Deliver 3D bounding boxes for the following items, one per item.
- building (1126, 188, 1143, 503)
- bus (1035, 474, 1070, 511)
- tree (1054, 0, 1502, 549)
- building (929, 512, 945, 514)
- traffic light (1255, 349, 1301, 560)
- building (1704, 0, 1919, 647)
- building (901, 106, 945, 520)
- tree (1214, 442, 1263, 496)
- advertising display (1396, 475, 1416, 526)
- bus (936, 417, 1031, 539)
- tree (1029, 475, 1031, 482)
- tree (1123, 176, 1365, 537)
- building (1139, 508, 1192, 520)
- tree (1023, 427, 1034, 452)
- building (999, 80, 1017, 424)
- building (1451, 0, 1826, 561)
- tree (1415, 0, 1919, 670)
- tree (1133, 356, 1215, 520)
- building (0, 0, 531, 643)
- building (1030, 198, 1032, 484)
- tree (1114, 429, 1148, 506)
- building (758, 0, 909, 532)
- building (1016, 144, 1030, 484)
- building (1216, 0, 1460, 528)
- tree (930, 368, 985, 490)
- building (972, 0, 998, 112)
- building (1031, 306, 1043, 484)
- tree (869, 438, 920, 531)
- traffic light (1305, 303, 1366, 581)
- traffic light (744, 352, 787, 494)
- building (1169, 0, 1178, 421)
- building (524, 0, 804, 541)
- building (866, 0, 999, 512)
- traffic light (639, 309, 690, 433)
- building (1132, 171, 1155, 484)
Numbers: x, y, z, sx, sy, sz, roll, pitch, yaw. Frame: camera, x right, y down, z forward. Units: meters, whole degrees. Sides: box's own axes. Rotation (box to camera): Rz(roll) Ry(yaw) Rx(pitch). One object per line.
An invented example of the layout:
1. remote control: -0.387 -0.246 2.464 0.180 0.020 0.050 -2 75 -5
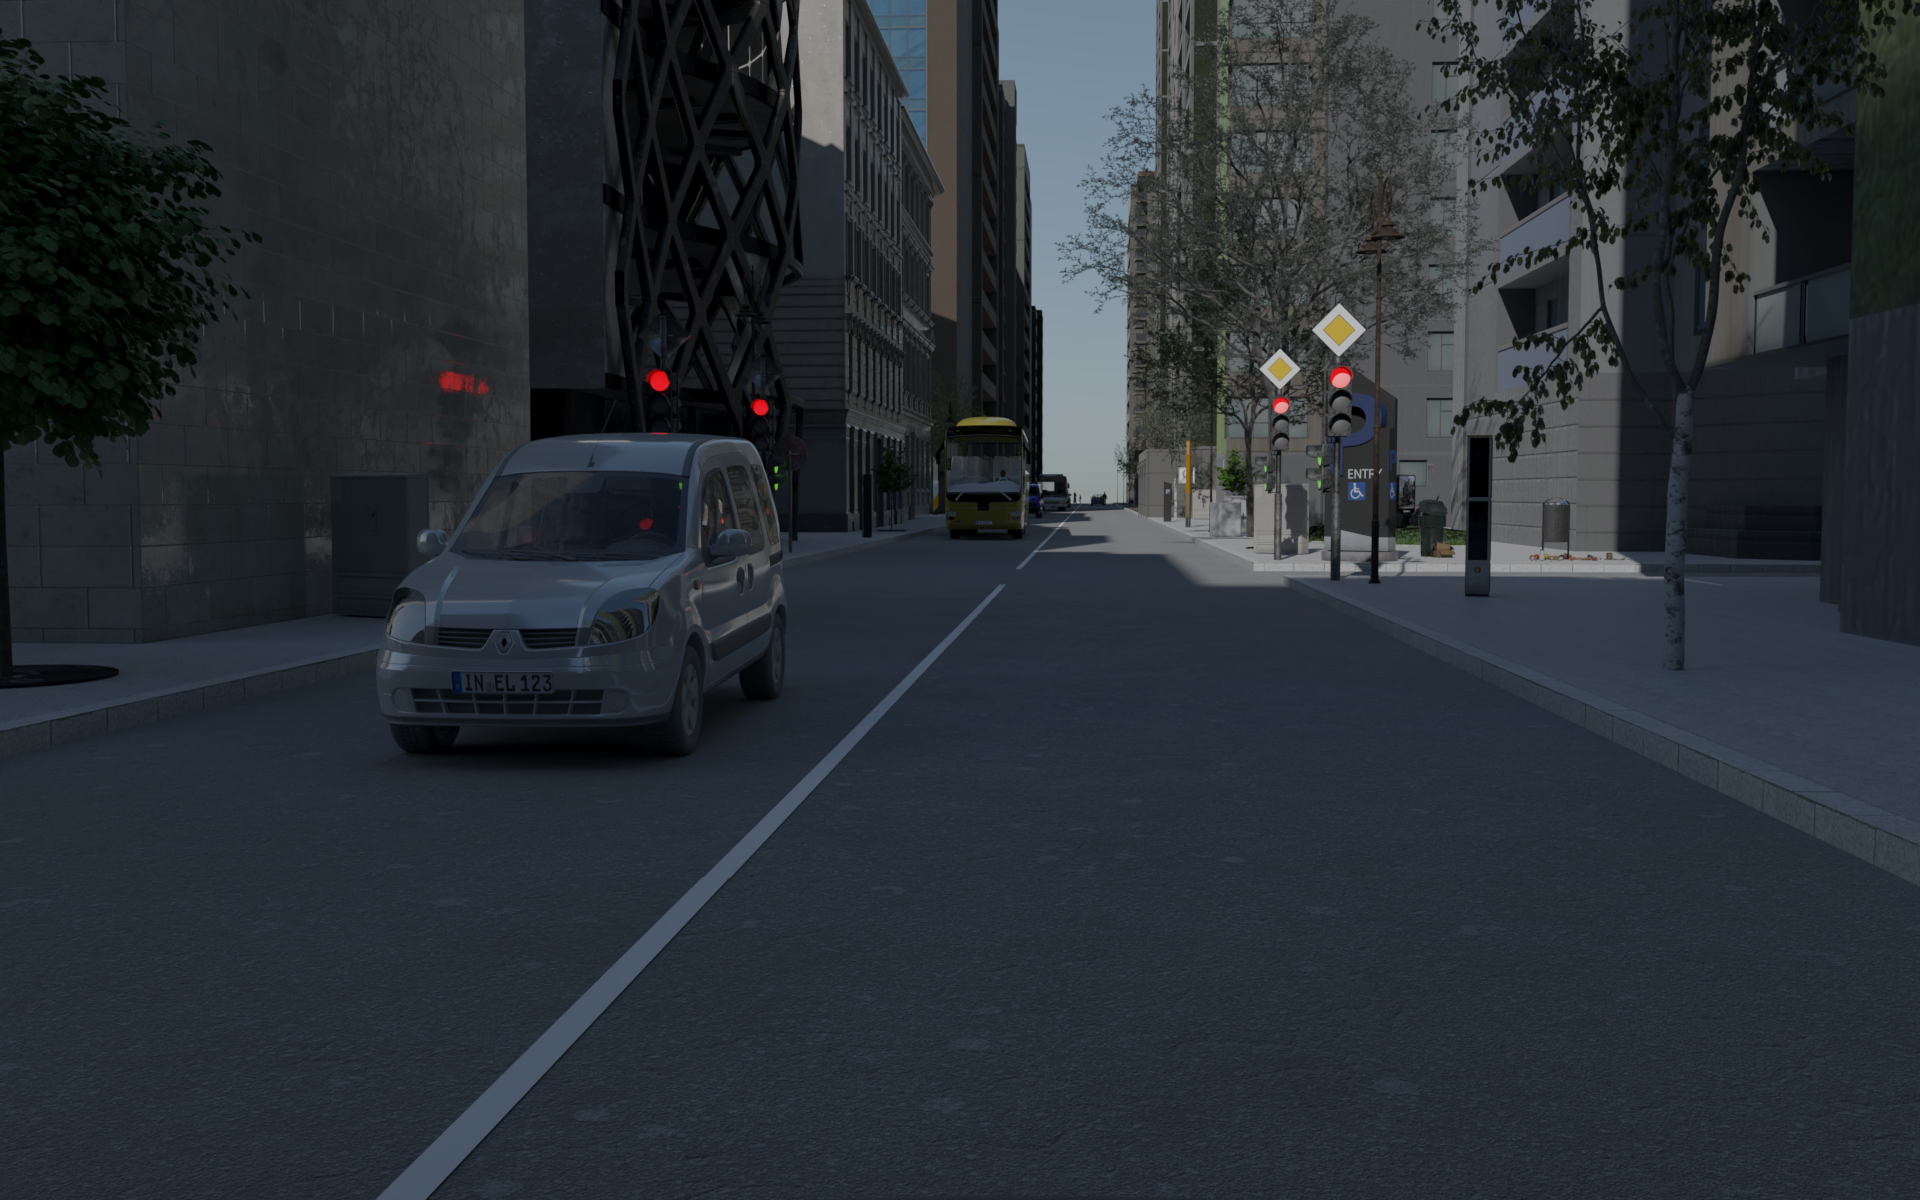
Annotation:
1. building: 35.507 -38.626 255.232 21.300 48.544 21.600 0 4 4
2. bus: 8.079 -9.659 152.788 2.948 3.499 13.247 0 4 2
3. tree: 7.316 -7.924 39.921 12.009 13.543 11.850 0 3 0
4. building: -6.553 -28.522 116.450 14.600 45.320 14.200 0 4 4
5. traffic light: 6.160 -2.731 33.580 0.839 4.253 0.868 0 4 4
6. building: 15.296 -20.330 15.987 14.154 41.232 14.086 0 4 4
7. building: -7.381 -15.312 86.506 11.583 22.565 21.152 0 4 4
8. tree: 10.144 -4.263 64.298 1.663 3.219 1.824 0 3 0
9. advertising display: 14.772 -3.194 57.434 0.974 1.923 0.123 -3 5 -42
10. bus: 1.019 -4.121 58.928 2.896 3.916 12.252 0 4 3
11. tree: 5.700 -11.891 178.135 4.285 4.588 4.351 0 3 0
12. tree: 8.356 -7.154 51.381 7.601 10.594 8.767 -1 4 -14
13. building: 20.672 -40.241 96.185 20.563 71.187 20.611 0 4 4
14. tree: 5.956 -14.424 186.198 4.737 8.622 4.395 0 3 0
15. building: -1.875 -29.545 166.652 14.154 41.232 14.086 0 4 4
16. building: 28.034 -30.476 40.288 28.212 58.520 21.231 0 4 4
17. tree: 5.278 -3.810 12.648 4.360 8.622 3.978 0 3 0
18. tree: 10.684 -8.274 85.641 4.360 8.622 3.978 0 3 0
19. building: -14.995 -10.110 20.047 16.860 20.320 10.420 0 4 4
20. building: 3.056 -36.499 246.865 14.600 45.320 14.200 0 4 4
21. tree: 19.274 -14.877 193.605 4.737 8.622 4.395 0 3 0
22. building: -7.761 -13.304 66.677 9.793 20.994 18.267 0 4 4
23. building: -1.778 -37.018 228.937 21.300 48.544 21.600 0 4 4
24. building: 17.775 -23.752 71.945 14.154 41.232 14.086 0 4 4
25. tree: -0.649 -9.153 100.021 4.737 8.622 4.395 0 3 0
26. building: -8.282 -31.235 134.400 21.300 48.544 21.600 0 4 4
27. building: 5.341 -29.974 261.773 14.160 30.474 14.107 0 4 4
28. tree: -2.363 -3.979 59.651 1.663 3.219 1.824 0 3 0
29. traffic light: 5.557 -2.244 25.618 0.839 4.253 0.868 0 4 4
30. traffic light: -3.874 -2.777 34.321 0.839 4.253 0.868 0 4 4
31. building: 29.363 -32.803 125.569 28.713 52.752 27.495 0 4 4
32. building: -12.676 -10.796 43.960 16.820 18.784 16.811 0 4 4
33. building: -3.858 -30.728 152.520 14.600 45.320 14.200 0 4 4
34. traffic light: -4.477 -2.290 26.359 0.839 4.253 0.868 0 4 4
35. building: 34.184 -35.179 229.802 22.147 44.769 28.867 0 4 4
